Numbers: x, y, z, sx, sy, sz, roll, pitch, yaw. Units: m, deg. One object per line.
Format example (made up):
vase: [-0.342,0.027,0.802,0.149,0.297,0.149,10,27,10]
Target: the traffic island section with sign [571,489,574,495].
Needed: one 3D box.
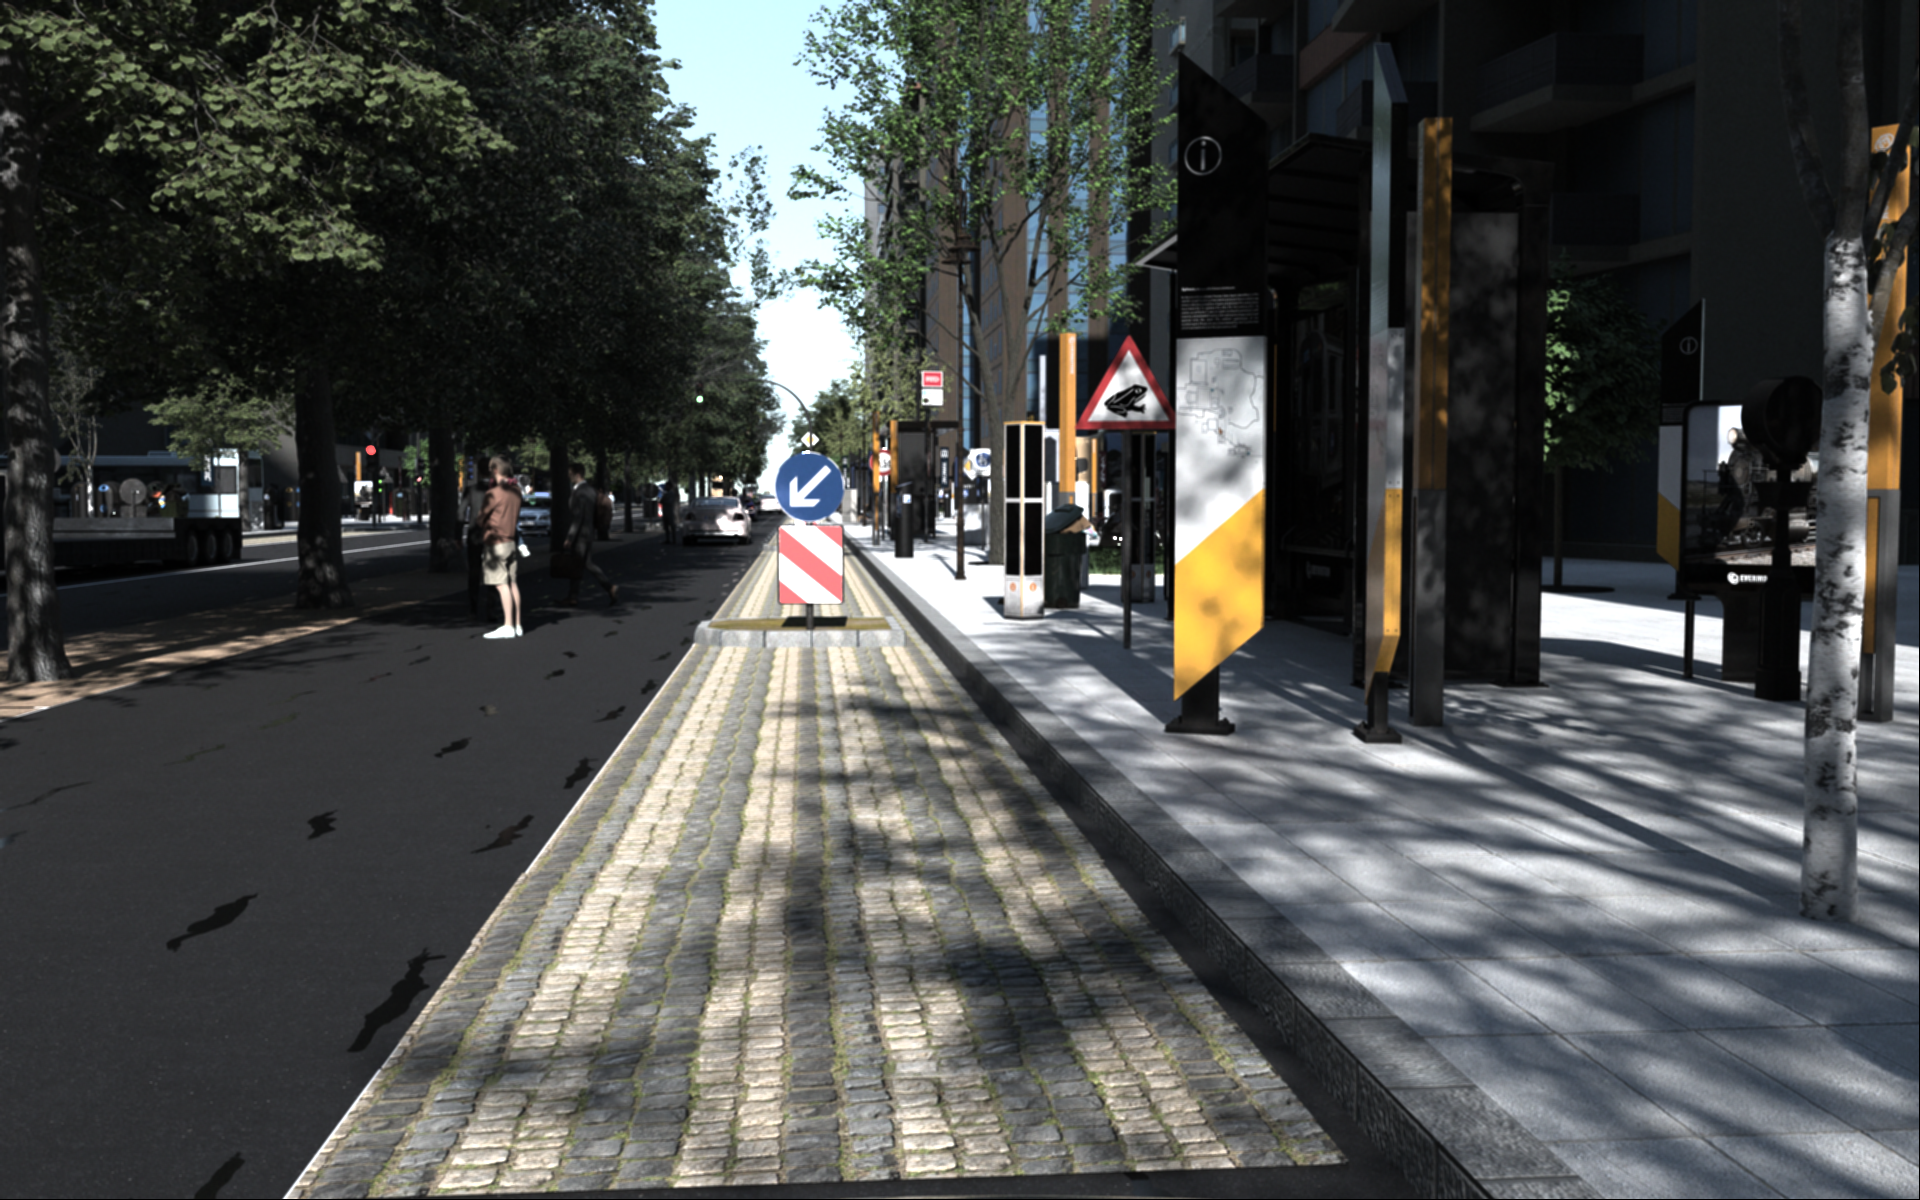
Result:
traffic island section with sign: [-27.952,-7.092,124.580,1.989,1.847,2.006,0,4,-5]

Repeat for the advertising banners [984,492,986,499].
advertising banners: [2.819,-8.445,134.264,2.074,3.025,0.090,-1,4,-20]

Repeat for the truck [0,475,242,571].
truck: [-15.489,-2.276,26.977,2.967,4.110,18.799,0,4,-5]

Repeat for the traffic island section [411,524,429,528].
traffic island section: [-23.539,-3.249,75.409,2.009,0.180,2.903,0,4,-5]

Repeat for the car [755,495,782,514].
car: [-13.794,-6.901,125.185,2.083,1.381,4.827,0,4,-5]

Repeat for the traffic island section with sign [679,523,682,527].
traffic island section with sign: [-12.963,-4.151,76.007,2.006,1.907,1.989,0,4,-5]

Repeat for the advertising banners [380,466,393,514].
advertising banners: [-35.793,-6.902,109.029,2.074,3.025,0.090,2,4,34]

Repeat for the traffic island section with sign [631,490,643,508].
traffic island section with sign: [-32.475,-10.180,175.072,1.989,1.847,2.006,0,4,-5]

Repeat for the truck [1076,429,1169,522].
truck: [8.330,-5.211,74.117,11.283,4.237,2.839,0,4,-5]

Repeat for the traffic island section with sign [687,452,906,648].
traffic island section with sign: [-1.582,-0.512,16.997,1.989,1.847,2.006,0,4,-5]

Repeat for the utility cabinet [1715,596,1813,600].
utility cabinet: [9.773,-0.745,20.860,1.173,1.500,0.318,1,4,14]

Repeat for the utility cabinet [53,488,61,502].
utility cabinet: [-34.816,-3.492,65.778,1.173,1.500,0.318,-1,4,-20]

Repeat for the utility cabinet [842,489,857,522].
utility cabinet: [-4.978,-4.225,77.757,0.318,1.500,1.173,-2,4,-25]

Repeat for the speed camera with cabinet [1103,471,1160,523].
speed camera with cabinet: [6.407,-4.302,64.672,2.038,3.252,0.660,0,4,-3]

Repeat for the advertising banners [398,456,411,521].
advertising banners: [-26.203,-5.228,81.668,0.090,3.025,2.074,0,4,-4]

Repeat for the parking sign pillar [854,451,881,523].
parking sign pillar: [-3.779,-5.418,77.053,1.447,3.967,1.447,-1,4,-10]

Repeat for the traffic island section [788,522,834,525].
traffic island section: [-6.615,-3.342,76.914,2.009,0.180,2.903,0,4,-5]

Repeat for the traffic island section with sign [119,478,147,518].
traffic island section with sign: [-20.621,-2.092,42.832,1.989,1.847,2.006,0,4,-5]

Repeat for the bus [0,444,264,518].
bus: [-35.743,-4.653,70.940,13.247,3.499,2.948,0,4,-4]

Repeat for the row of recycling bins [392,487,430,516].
row of recycling bins: [-33.217,-5.988,105.019,1.069,1.692,3.534,1,4,12]

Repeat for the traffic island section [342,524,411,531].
traffic island section: [-22.827,-2.763,67.456,2.009,0.180,2.903,0,4,-5]

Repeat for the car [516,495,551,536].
car: [-14.810,-2.953,60.291,2.014,1.417,4.499,0,4,-7]

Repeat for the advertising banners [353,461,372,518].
advertising banners: [-31.558,-5.826,91.436,0.090,3.025,2.074,0,4,5]

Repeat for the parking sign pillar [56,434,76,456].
parking sign pillar: [-39.698,-5.388,76.572,1.447,3.967,1.447,1,4,13]

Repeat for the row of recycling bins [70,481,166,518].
row of recycling bins: [-27.077,-2.987,55.948,3.534,1.692,1.069,1,4,11]

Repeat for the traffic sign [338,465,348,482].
traffic sign: [-28.188,-4.804,78.556,0.884,2.594,0.081,0,4,0]

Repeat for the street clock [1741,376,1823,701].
street clock: [5.106,-0.378,10.757,0.471,2.002,0.358,-1,4,-12]

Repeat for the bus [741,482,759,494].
bus: [-35.919,-18.673,296.848,2.896,3.916,12.252,0,4,-5]

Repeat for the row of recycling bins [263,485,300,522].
row of recycling bins: [-33.845,-4.692,83.834,3.534,1.692,1.069,1,4,10]

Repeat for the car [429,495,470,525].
car: [-23.954,-4.282,82.367,2.083,1.381,4.827,0,4,-6]

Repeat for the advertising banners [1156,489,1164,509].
advertising banners: [5.657,-3.286,49.913,0.090,3.025,2.074,-1,4,-12]

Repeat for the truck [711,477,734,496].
truck: [-27.562,-12.985,201.224,2.839,4.237,11.283,0,4,-6]

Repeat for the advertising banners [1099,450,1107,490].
advertising banners: [6.170,-4.458,69.072,0.090,3.025,2.074,-2,4,-34]

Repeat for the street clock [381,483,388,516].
street clock: [-34.433,-6.049,103.474,0.358,2.002,0.471,2,4,33]

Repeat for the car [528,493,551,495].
car: [-20.138,-4.468,82.643,1.945,1.707,3.694,0,4,-4]

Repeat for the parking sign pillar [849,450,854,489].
parking sign pillar: [-6.180,-7.253,107.064,1.447,3.967,1.447,-1,4,-18]

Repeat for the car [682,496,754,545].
car: [-6.973,-2.291,49.819,2.083,1.381,4.827,0,4,-6]

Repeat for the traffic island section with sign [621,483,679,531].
traffic island section with sign: [-12.312,-3.700,68.629,2.006,1.907,1.989,0,4,-5]

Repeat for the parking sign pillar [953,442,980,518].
parking sign pillar: [0.355,-6.210,90.000,1.447,3.967,1.447,2,4,24]

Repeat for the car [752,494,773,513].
car: [-15.130,-7.300,131.156,2.131,1.459,4.920,0,4,-4]

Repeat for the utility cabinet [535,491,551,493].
utility cabinet: [-31.331,-7.431,130.169,1.173,1.500,0.318,-3,5,-39]

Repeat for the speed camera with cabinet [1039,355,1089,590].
speed camera with cabinet: [1.397,-1.820,24.090,0.660,3.252,2.038,0,4,-3]

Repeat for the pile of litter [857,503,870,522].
pile of litter: [-4.528,-4.563,88.573,1.176,0.858,1.719,-1,4,-19]

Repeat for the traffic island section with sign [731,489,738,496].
traffic island section with sign: [-19.675,-8.729,150.847,2.006,1.907,1.989,0,4,-5]

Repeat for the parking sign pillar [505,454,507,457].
parking sign pillar: [-30.881,-7.924,118.024,1.447,3.967,1.447,-2,4,-24]

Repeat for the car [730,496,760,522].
car: [-11.412,-4.738,90.039,1.945,1.354,3.894,0,4,-5]
